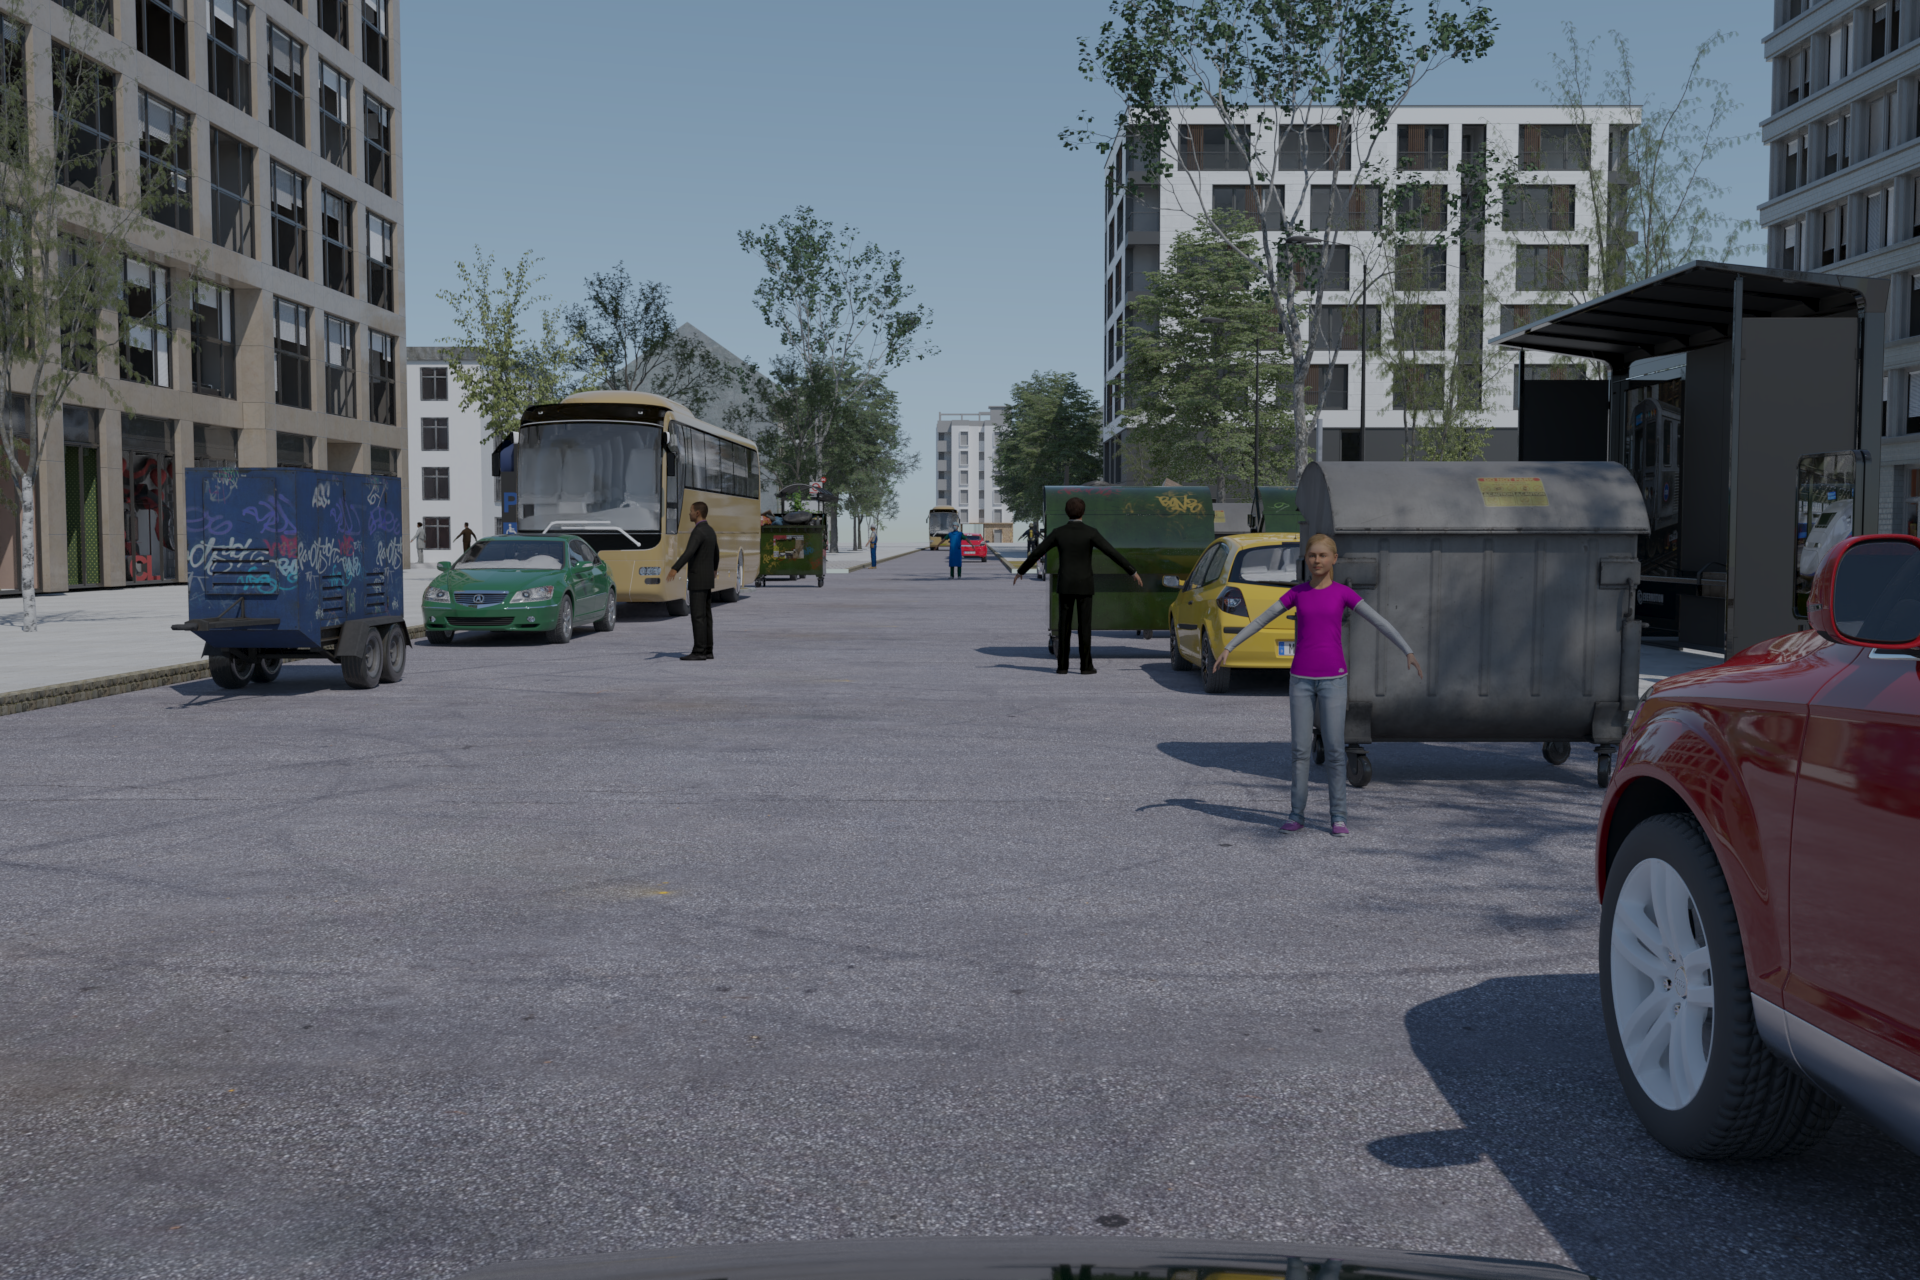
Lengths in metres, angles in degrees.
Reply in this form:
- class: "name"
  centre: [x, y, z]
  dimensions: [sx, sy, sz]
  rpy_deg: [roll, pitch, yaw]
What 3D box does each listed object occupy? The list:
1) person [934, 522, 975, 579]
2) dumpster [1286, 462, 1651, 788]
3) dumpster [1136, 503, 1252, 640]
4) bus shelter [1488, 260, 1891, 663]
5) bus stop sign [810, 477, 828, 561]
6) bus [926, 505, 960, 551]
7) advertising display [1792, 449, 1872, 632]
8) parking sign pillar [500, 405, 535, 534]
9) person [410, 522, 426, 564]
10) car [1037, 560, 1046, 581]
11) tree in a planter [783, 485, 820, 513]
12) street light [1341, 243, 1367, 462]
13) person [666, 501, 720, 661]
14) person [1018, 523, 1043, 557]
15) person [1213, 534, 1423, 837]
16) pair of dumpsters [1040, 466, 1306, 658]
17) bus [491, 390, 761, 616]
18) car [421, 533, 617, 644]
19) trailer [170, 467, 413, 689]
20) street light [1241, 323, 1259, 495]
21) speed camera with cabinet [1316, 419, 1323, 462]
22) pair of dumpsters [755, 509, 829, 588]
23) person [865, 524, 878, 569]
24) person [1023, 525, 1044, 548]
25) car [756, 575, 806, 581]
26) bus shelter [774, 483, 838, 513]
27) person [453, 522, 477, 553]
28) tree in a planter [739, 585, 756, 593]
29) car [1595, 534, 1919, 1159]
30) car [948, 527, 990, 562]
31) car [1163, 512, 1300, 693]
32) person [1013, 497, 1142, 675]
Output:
- class: "person"
  centre: [-0.151, -2.850, 55.185]
  dimensions: [1.347, 1.817, 0.704]
  rpy_deg: [1, 4, 15]
- class: "dumpster"
  centre: [2.948, -0.124, 10.247]
  dimensions: [1.865, 1.857, 1.264]
  rpy_deg: [0, 3, 0]
- class: "dumpster"
  centre: [3.240, -0.964, 23.975]
  dimensions: [1.865, 1.857, 1.264]
  rpy_deg: [0, 4, -1]
- class: "bus shelter"
  centre: [7.202, -1.632, 17.968]
  dimensions: [1.731, 3.624, 6.357]
  rpy_deg: [0, 4, 1]
- class: "bus stop sign"
  centre: [-6.604, -5.654, 81.139]
  dimensions: [0.855, 3.939, 0.416]
  rpy_deg: [0, 3, 0]
- class: "bus"
  centre: [-1.391, -9.850, 152.599]
  dimensions: [2.896, 3.916, 12.252]
  rpy_deg: [0, 4, 0]
- class: "advertising display"
  centre: [6.837, -0.514, 13.622]
  dimensions: [0.123, 1.923, 0.974]
  rpy_deg: [0, 4, 1]
- class: "parking sign pillar"
  centre: [-9.042, -2.878, 35.526]
  dimensions: [1.447, 3.967, 1.447]
  rpy_deg: [0, 4, 0]
- class: "person"
  centre: [-23.559, -4.238, 75.471]
  dimensions: [0.705, 1.806, 1.347]
  rpy_deg: [0, 4, 7]
- class: "car"
  centre: [3.421, -2.565, 54.302]
  dimensions: [2.083, 1.381, 4.827]
  rpy_deg: [0, 4, -1]
- class: "tree in a planter"
  centre: [-5.931, -4.043, 63.323]
  dimensions: [1.991, 3.239, 1.994]
  rpy_deg: [0, 4, 1]
- class: "street light"
  centre: [6.843, -3.336, 27.091]
  dimensions: [1.470, 5.913, 1.316]
  rpy_deg: [0, 4, 0]
- class: "person"
  centre: [-2.981, -0.675, 19.720]
  dimensions: [0.704, 1.802, 1.346]
  rpy_deg: [1, 4, 13]
- class: "person"
  centre: [3.562, -4.955, 86.789]
  dimensions: [1.354, 1.856, 0.705]
  rpy_deg: [0, 4, 3]
- class: "person"
  centre: [1.696, 0.213, 8.243]
  dimensions: [0.991, 1.433, 0.599]
  rpy_deg: [1, 4, 22]
- class: "pair of dumpsters"
  centre: [3.145, -0.931, 20.168]
  dimensions: [4.436, 2.255, 1.574]
  rpy_deg: [0, 4, 1]
- class: "bus"
  centre: [-5.872, -2.559, 33.391]
  dimensions: [2.896, 3.916, 12.252]
  rpy_deg: [0, 4, 1]
- class: "car"
  centre: [-6.031, -0.754, 24.128]
  dimensions: [2.131, 1.459, 4.920]
  rpy_deg: [0, 4, 0]
- class: "trailer"
  centre: [-6.142, -0.523, 15.597]
  dimensions: [1.471, 1.999, 3.904]
  rpy_deg: [0, 4, 1]
- class: "street light"
  centre: [6.916, -3.957, 37.230]
  dimensions: [1.470, 5.913, 1.316]
  rpy_deg: [0, 4, 1]
- class: "speed camera with cabinet"
  centre: [6.347, -2.128, 29.125]
  dimensions: [0.660, 3.252, 2.038]
  rpy_deg: [0, 4, 1]
- class: "pair of dumpsters"
  centre: [-5.776, -2.550, 46.636]
  dimensions: [4.436, 2.255, 1.574]
  rpy_deg: [0, 3, 0]
- class: "person"
  centre: [-3.607, -3.864, 71.492]
  dimensions: [0.705, 1.847, 1.347]
  rpy_deg: [1, 4, 14]
- class: "person"
  centre: [4.262, -5.662, 98.703]
  dimensions: [1.348, 1.813, 0.705]
  rpy_deg: [-1, 4, -9]
- class: "car"
  centre: [-5.825, -2.698, 54.342]
  dimensions: [2.015, 1.641, 3.980]
  rpy_deg: [0, 4, 1]
- class: "bus shelter"
  centre: [-6.324, -4.766, 71.841]
  dimensions: [2.014, 3.302, 5.546]
  rpy_deg: [0, 4, 2]
- class: "person"
  centre: [-21.800, -4.302, 76.477]
  dimensions: [0.704, 1.812, 1.346]
  rpy_deg: [2, 4, 33]
- class: "tree in a planter"
  centre: [-6.116, -2.797, 42.952]
  dimensions: [1.991, 3.239, 1.994]
  rpy_deg: [0, 4, 0]
- class: "car"
  centre: [2.642, 0.384, 2.388]
  dimensions: [2.281, 1.827, 5.304]
  rpy_deg: [0, 4, -1]
- class: "car"
  centre: [0.462, -4.884, 88.890]
  dimensions: [2.155, 1.783, 4.494]
  rpy_deg: [0, 4, -1]
- class: "car"
  centre: [3.056, -0.414, 16.997]
  dimensions: [2.015, 1.641, 3.980]
  rpy_deg: [0, 4, 1]
- class: "person"
  centre: [1.186, -0.556, 17.736]
  dimensions: [1.347, 1.806, 0.705]
  rpy_deg: [1, 4, 14]
